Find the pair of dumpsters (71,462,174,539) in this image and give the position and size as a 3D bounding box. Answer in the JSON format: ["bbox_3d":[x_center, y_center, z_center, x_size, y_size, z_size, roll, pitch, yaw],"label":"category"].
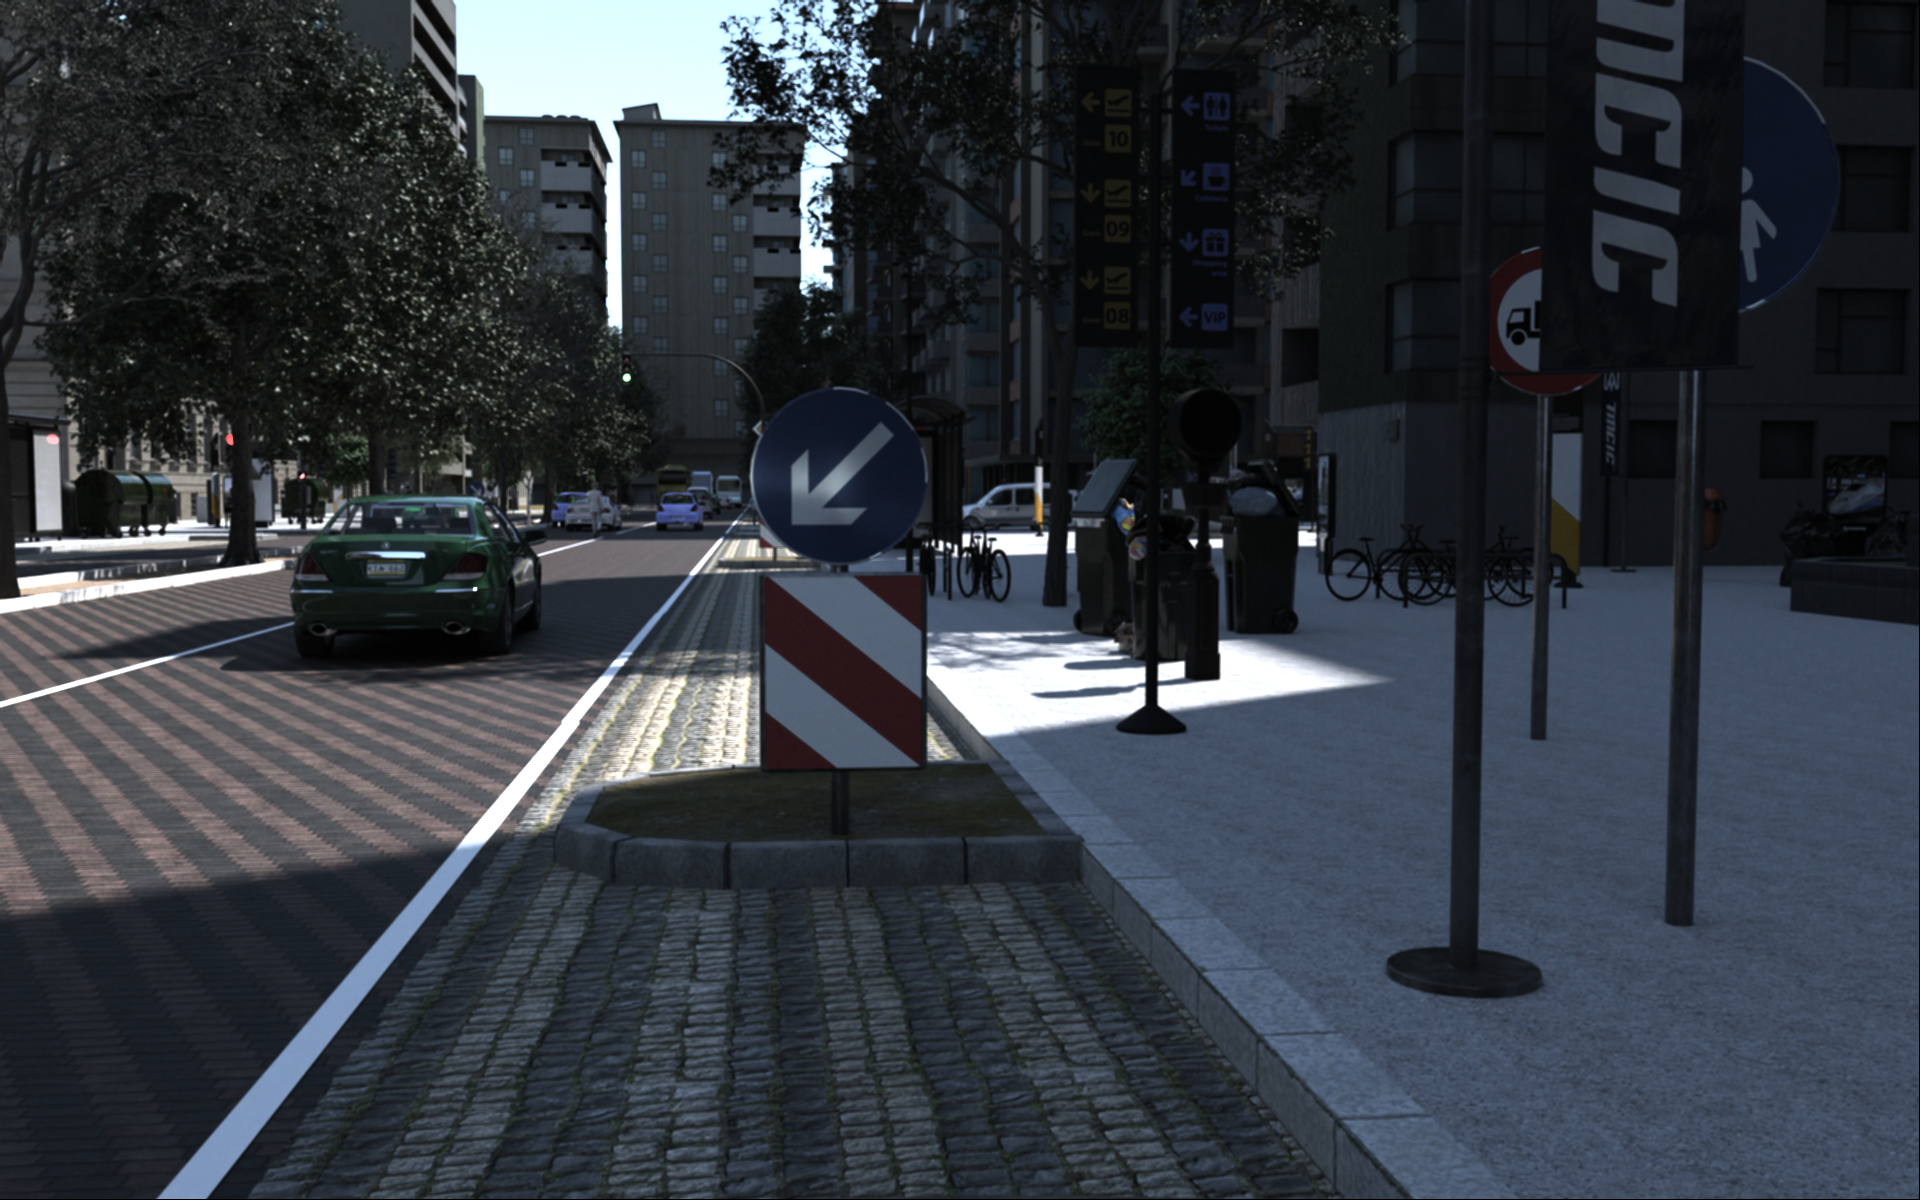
[{"bbox_3d":[-24.839,-2.993,51.431,1.574,2.255,4.437,0,4,-7],"label":"pair of dumpsters"}]

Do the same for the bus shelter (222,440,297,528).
[{"bbox_3d":[-26.972,-4.518,67.787,2.014,3.302,5.546,0,4,-6],"label":"bus shelter"}]

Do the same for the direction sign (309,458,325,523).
[{"bbox_3d":[-28.317,-5.155,76.289,0.876,3.537,0.379,2,4,25],"label":"direction sign"}]

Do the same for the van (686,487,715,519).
[{"bbox_3d":[-15.346,-5.779,101.499,2.013,2.044,4.112,-1,4,-9],"label":"van"}]

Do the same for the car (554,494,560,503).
[{"bbox_3d":[-28.094,-6.990,123.089,1.959,1.807,4.718,0,4,-5],"label":"car"}]

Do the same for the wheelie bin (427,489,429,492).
[{"bbox_3d":[-34.838,-6.515,114.424,0.980,1.594,0.693,-1,4,-8],"label":"wheelie bin"}]

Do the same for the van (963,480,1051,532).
[{"bbox_3d":[1.591,-3.370,62.108,4.112,2.044,2.013,0,4,-6],"label":"van"}]

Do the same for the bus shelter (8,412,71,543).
[{"bbox_3d":[-25.068,-4.013,43.245,2.179,5.291,8.768,0,4,-6],"label":"bus shelter"}]

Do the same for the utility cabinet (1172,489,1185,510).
[{"bbox_3d":[9.336,-3.821,71.159,1.173,1.500,0.318,2,4,27],"label":"utility cabinet"}]

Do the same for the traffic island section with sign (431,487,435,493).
[{"bbox_3d":[-26.238,-4.793,86.998,1.989,1.847,2.006,0,4,-7],"label":"traffic island section with sign"}]

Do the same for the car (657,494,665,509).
[{"bbox_3d":[-21.423,-7.135,128.447,2.131,1.459,4.920,0,4,-5],"label":"car"}]

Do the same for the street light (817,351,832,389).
[{"bbox_3d":[-4.397,-5.100,56.174,0.468,5.910,1.993,0,4,-7],"label":"street light"}]

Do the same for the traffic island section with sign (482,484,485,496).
[{"bbox_3d":[-17.465,-3.349,62.898,2.006,1.907,1.989,0,4,-7],"label":"traffic island section with sign"}]

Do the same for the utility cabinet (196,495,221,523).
[{"bbox_3d":[-33.570,-4.049,77.369,1.020,1.237,0.306,1,4,11],"label":"utility cabinet"}]

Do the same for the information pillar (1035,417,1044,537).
[{"bbox_3d":[2.380,-3.720,52.177,0.183,3.616,0.504,1,4,21],"label":"information pillar"}]

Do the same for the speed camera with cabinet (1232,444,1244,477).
[{"bbox_3d":[11.131,-4.378,65.919,2.038,3.252,0.660,0,4,-1],"label":"speed camera with cabinet"}]

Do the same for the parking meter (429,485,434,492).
[{"bbox_3d":[-33.966,-6.461,111.347,0.255,1.863,0.399,-2,4,-35],"label":"parking meter"}]

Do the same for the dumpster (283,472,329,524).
[{"bbox_3d":[-27.997,-4.380,74.103,1.502,2.255,1.985,0,4,-7],"label":"dumpster"}]

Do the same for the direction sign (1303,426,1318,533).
[{"bbox_3d":[11.716,-4.005,57.473,0.379,3.537,0.876,-2,4,-33],"label":"direction sign"}]

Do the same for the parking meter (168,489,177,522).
[{"bbox_3d":[-35.214,-4.221,77.431,0.372,1.533,0.369,0,3,0],"label":"parking meter"}]

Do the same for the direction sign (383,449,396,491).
[{"bbox_3d":[-28.950,-5.842,87.513,0.876,3.537,0.379,-1,4,-22],"label":"direction sign"}]

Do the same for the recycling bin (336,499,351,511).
[{"bbox_3d":[-32.172,-4.777,90.652,0.722,1.027,0.722,0,4,-2],"label":"recycling bin"}]

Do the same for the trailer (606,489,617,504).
[{"bbox_3d":[-38.926,-11.398,193.409,1.471,1.999,3.904,0,4,-6],"label":"trailer"}]

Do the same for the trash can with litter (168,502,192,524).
[{"bbox_3d":[-34.295,-3.863,74.219,2.233,1.210,1.678,0,4,-2],"label":"trash can with litter"}]

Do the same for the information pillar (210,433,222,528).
[{"bbox_3d":[-28.284,-4.553,65.804,0.183,3.616,0.504,0,4,4],"label":"information pillar"}]

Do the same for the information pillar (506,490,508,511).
[{"bbox_3d":[-34.741,-7.819,132.336,0.304,2.012,0.304,-1,4,-19],"label":"information pillar"}]

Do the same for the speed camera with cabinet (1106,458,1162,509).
[{"bbox_3d":[4.153,-2.884,41.482,0.660,3.252,2.038,2,4,32],"label":"speed camera with cabinet"}]

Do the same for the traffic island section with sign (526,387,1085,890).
[{"bbox_3d":[-0.636,0.088,7.196,1.989,1.847,2.006,0,4,-7],"label":"traffic island section with sign"}]

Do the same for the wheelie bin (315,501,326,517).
[{"bbox_3d":[-35.832,-5.438,96.827,0.980,1.594,0.693,-3,5,-42],"label":"wheelie bin"}]

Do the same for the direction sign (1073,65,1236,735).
[{"bbox_3d":[1.040,-1.059,9.305,0.876,3.537,0.379,-1,4,-9],"label":"direction sign"}]

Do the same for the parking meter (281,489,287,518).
[{"bbox_3d":[-36.213,-5.167,92.890,0.372,1.533,0.369,0,3,0],"label":"parking meter"}]

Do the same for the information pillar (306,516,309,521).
[{"bbox_3d":[-30.902,-5.509,81.420,0.183,3.616,0.504,1,4,17],"label":"information pillar"}]

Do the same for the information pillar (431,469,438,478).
[{"bbox_3d":[-39.557,-8.511,130.503,0.504,3.616,0.183,-1,4,-21],"label":"information pillar"}]

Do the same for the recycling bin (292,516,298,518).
[{"bbox_3d":[-36.173,-4.990,94.147,0.722,1.027,0.722,3,4,36],"label":"recycling bin"}]

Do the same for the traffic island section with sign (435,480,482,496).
[{"bbox_3d":[-16.620,-2.899,55.539,2.006,1.907,1.989,0,4,-7],"label":"traffic island section with sign"}]

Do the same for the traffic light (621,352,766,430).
[{"bbox_3d":[-8.472,-4.974,55.986,4.771,5.953,1.251,0,4,-7],"label":"traffic light"}]

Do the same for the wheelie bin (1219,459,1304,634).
[{"bbox_3d":[2.777,-0.499,16.068,0.693,1.594,0.980,0,4,-5],"label":"wheelie bin"}]

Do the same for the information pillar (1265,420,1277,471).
[{"bbox_3d":[9.791,-3.872,54.668,0.183,3.616,0.504,-2,4,-31],"label":"information pillar"}]

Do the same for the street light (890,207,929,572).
[{"bbox_3d":[-0.763,-3.257,26.037,0.468,5.910,1.993,0,4,-7],"label":"street light"}]

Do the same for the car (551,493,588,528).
[{"bbox_3d":[-16.754,-4.033,75.532,1.945,1.707,3.694,0,4,-5],"label":"car"}]

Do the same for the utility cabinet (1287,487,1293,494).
[{"bbox_3d":[10.145,-2.878,55.739,1.173,1.500,0.318,-2,4,-28],"label":"utility cabinet"}]

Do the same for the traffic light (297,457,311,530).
[{"bbox_3d":[-21.607,-5.382,62.666,4.771,5.953,1.251,0,4,-7],"label":"traffic light"}]

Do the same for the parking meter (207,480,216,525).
[{"bbox_3d":[-30.750,-4.009,71.258,0.255,1.863,0.399,1,4,15],"label":"parking meter"}]

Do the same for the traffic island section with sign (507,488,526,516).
[{"bbox_3d":[-29.345,-6.431,113.778,1.989,1.847,2.006,0,4,-7],"label":"traffic island section with sign"}]

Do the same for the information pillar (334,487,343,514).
[{"bbox_3d":[-33.110,-6.166,92.161,0.183,3.616,0.504,3,5,40],"label":"information pillar"}]

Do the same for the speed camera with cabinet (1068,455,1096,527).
[{"bbox_3d":[4.633,-4.507,68.030,2.038,3.252,0.660,0,4,-2],"label":"speed camera with cabinet"}]

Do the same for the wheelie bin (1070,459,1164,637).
[{"bbox_3d":[1.435,-0.483,15.812,0.693,1.594,0.980,-2,4,-26],"label":"wheelie bin"}]

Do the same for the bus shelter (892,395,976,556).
[{"bbox_3d":[-0.982,-2.703,38.114,2.014,3.302,5.546,0,4,-6],"label":"bus shelter"}]

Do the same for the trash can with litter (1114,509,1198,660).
[{"bbox_3d":[1.465,-0.138,13.648,0.624,1.170,1.055,-1,4,-14],"label":"trash can with litter"}]

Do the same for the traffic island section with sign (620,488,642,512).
[{"bbox_3d":[-26.144,-7.914,137.536,2.006,1.907,1.989,0,4,-7],"label":"traffic island section with sign"}]

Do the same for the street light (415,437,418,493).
[{"bbox_3d":[-29.333,-7.379,93.435,0.468,5.910,1.993,0,4,-7],"label":"street light"}]

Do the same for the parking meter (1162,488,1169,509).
[{"bbox_3d":[8.663,-3.973,73.370,0.372,1.533,0.369,0,3,0],"label":"parking meter"}]

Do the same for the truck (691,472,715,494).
[{"bbox_3d":[-30.493,-12.976,201.911,2.967,4.110,18.799,0,4,-5],"label":"truck"}]

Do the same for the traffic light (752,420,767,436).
[{"bbox_3d":[-7.325,-4.610,64.299,0.839,4.253,0.868,0,4,-7],"label":"traffic light"}]

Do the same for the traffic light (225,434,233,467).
[{"bbox_3d":[-22.754,-4.008,54.459,0.839,4.253,0.868,0,4,-7],"label":"traffic light"}]

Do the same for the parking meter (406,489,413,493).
[{"bbox_3d":[-30.432,-5.340,95.713,0.372,1.533,0.369,0,3,0],"label":"parking meter"}]

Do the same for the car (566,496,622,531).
[{"bbox_3d":[-14.413,-3.417,68.229,2.083,1.381,4.827,0,4,-6],"label":"car"}]

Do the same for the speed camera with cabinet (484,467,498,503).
[{"bbox_3d":[-34.465,-8.007,125.250,2.038,3.252,0.660,1,4,12],"label":"speed camera with cabinet"}]

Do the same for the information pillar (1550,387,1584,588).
[{"bbox_3d":[8.283,-1.978,23.702,0.504,3.616,0.183,3,4,37],"label":"information pillar"}]
